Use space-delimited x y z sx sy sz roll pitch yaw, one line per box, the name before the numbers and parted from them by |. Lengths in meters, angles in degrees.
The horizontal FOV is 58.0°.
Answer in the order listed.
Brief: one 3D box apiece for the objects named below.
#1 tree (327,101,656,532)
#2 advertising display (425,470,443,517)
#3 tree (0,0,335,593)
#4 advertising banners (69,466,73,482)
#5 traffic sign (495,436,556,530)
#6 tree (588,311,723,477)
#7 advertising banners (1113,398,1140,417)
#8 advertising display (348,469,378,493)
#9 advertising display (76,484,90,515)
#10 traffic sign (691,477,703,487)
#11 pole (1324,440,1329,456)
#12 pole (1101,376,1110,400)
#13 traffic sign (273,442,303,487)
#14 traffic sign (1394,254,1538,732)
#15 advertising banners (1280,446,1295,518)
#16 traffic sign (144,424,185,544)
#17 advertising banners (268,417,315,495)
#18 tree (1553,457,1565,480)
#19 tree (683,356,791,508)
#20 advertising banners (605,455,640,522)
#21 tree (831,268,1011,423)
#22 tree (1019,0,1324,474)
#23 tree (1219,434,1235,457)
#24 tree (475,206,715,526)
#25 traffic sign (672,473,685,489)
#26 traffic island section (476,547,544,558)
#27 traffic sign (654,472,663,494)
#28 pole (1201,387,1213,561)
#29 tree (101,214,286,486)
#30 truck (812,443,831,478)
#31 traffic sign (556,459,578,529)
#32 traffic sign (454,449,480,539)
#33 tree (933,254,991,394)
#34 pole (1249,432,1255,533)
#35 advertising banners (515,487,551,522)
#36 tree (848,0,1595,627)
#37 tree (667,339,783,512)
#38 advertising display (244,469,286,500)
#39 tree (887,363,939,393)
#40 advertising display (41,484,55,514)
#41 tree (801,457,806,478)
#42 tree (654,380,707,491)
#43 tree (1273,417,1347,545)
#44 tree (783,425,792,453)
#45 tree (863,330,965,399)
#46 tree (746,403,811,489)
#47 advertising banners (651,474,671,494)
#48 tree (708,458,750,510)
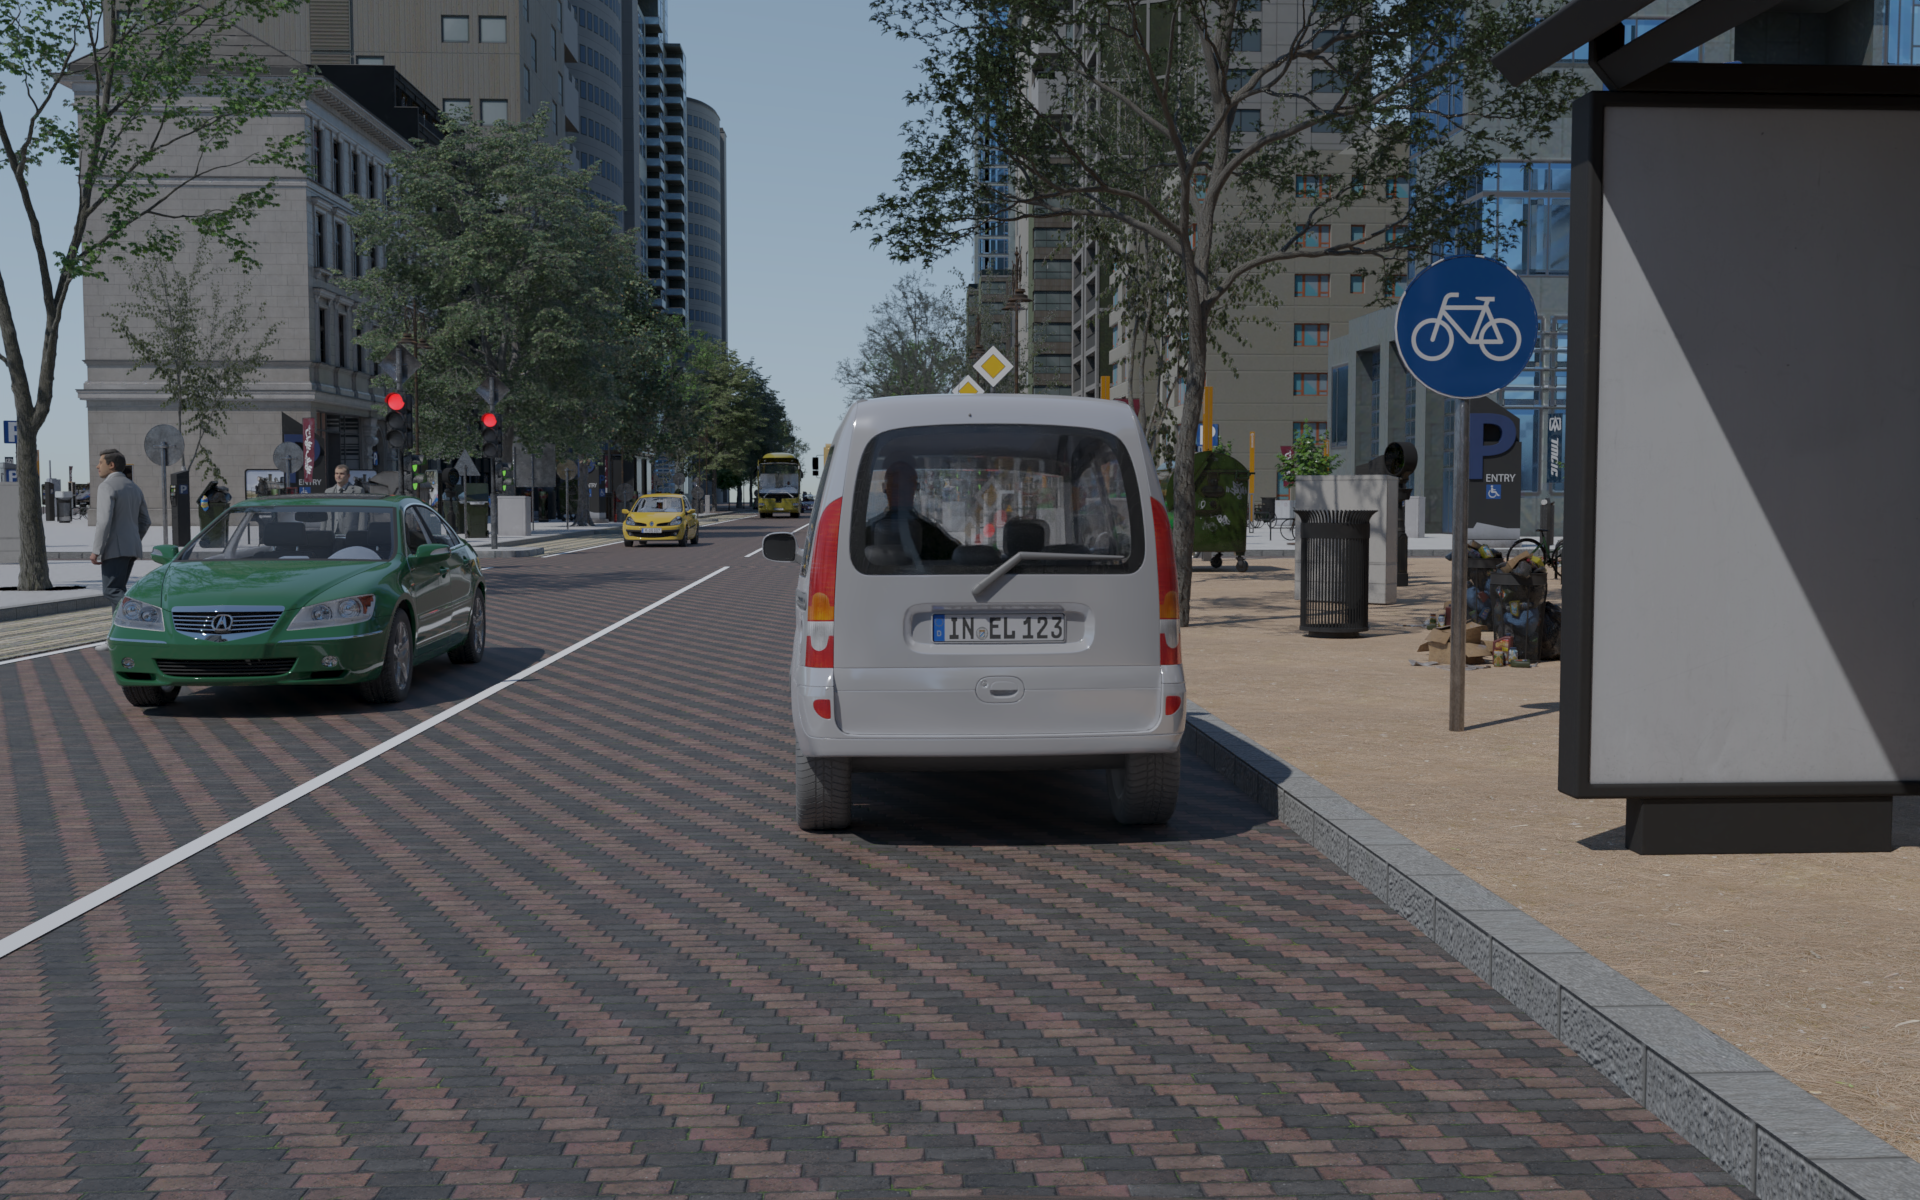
tree | -14.728 -9.099 55.421 9.857 13.997 8.962 0 3 0
advertising display | -14.007 -2.504 46.146 0.123 1.923 0.974 -3 4 -36
tree | -12.352 -5.942 22.904 9.928 11.665 9.643 0 3 0
advertising banners | -55.196 -6.771 106.898 0.090 3.025 2.074 0 4 -2
traffic sign | -15.388 -4.109 61.052 2.265 3.308 0.079 0 4 1
tree | -17.074 -10.372 95.339 9.928 11.665 9.643 0 3 0
advertising banners | 2.277 -2.165 31.590 2.074 3.025 0.090 0 4 -1
advertising display | -15.491 -2.416 44.715 0.974 1.923 0.123 -3 5 -44
advertising display | -54.299 -6.237 107.194 0.123 1.923 0.974 3 5 41
traffic sign | -17.236 -6.878 113.640 0.795 2.450 0.064 0 4 4
pole | 13.911 -4.401 65.805 0.158 3.312 0.155 0 3 0
pole | 2.516 -2.216 30.076 0.158 3.312 0.155 0 3 0
traffic sign | -16.357 -2.574 42.198 0.768 2.556 0.104 0 4 2
traffic sign | 2.691 -0.563 9.305 0.768 2.556 0.104 0 4 0
advertising banners | 12.618 -4.074 62.792 2.074 3.025 0.090 0 4 -2
traffic sign | -14.501 -1.924 31.569 0.768 2.556 0.104 0 4 5
advertising banners | -15.454 -2.684 40.079 2.074 3.025 0.090 3 5 40
tree | 16.578 -3.102 45.324 1.663 3.219 1.824 0 3 0
tree | -20.431 -15.444 159.170 9.857 13.997 8.962 0 3 0
advertising banners | -15.462 -5.034 78.493 2.074 3.025 0.090 -2 4 -35
tree | -2.151 -11.305 95.201 12.009 13.543 11.850 0 3 0
tree | 2.804 -4.512 24.138 4.360 8.622 3.978 0 3 0
tree | 7.749 -3.471 51.355 1.663 3.219 1.824 0 3 0
tree | -15.005 -9.291 68.913 9.611 12.733 9.660 0 3 0
traffic sign | -16.628 -6.261 102.474 0.768 2.556 0.104 0 4 -1
traffic island section | -10.862 -1.105 40.344 2.009 0.180 2.903 0 4 -3
traffic sign | -18.128 -6.307 103.121 0.884 2.594 0.081 0 4 3
pole | 4.707 -2.393 32.977 0.158 3.312 0.155 0 3 0
tree | -20.621 -5.879 46.489 4.360 8.622 3.978 0 3 0
truck | -3.807 -4.233 65.140 3.469 3.379 9.791 0 4 -5
traffic sign | -14.303 -3.850 63.060 0.768 2.556 0.104 0 4 -2
traffic sign | -14.216 -3.044 49.768 0.884 2.594 0.081 0 4 4
tree | 0.976 -6.299 53.350 4.360 8.622 3.978 0 3 0
pole | 9.554 -3.845 56.707 0.158 3.312 0.155 0 3 0
advertising banners | -19.651 -5.044 78.650 2.074 3.025 0.090 -2 4 -27
tree | 2.390 -5.009 16.308 7.601 10.594 8.767 1 4 20
tree | -17.595 -12.758 126.726 7.486 12.596 7.792 0 3 0
advertising display | -17.700 -2.383 44.168 0.974 1.923 0.123 -1 4 -17
tree | -4.109 -14.127 147.990 9.611 12.733 9.660 0 3 0
advertising display | -57.604 -6.384 109.585 0.123 1.923 0.974 2 4 32
tree | -25.582 -19.202 264.313 4.737 8.622 4.395 0 3 0
tree | -17.336 -9.535 106.257 4.360 8.622 3.978 0 3 0
tree | 8.626 -2.995 43.570 1.663 3.219 1.824 0 3 0
tree | -20.474 -15.562 172.571 7.486 12.596 7.792 0 3 0
tree | -2.570 -11.173 108.427 9.928 11.665 9.643 0 3 0
tree | -22.954 -18.046 212.051 9.611 12.733 9.660 0 3 0
advertising banners | -17.738 -6.480 102.139 0.090 3.025 2.074 2 4 30
tree | -18.305 -9.348 136.554 4.285 4.588 4.351 0 3 0
